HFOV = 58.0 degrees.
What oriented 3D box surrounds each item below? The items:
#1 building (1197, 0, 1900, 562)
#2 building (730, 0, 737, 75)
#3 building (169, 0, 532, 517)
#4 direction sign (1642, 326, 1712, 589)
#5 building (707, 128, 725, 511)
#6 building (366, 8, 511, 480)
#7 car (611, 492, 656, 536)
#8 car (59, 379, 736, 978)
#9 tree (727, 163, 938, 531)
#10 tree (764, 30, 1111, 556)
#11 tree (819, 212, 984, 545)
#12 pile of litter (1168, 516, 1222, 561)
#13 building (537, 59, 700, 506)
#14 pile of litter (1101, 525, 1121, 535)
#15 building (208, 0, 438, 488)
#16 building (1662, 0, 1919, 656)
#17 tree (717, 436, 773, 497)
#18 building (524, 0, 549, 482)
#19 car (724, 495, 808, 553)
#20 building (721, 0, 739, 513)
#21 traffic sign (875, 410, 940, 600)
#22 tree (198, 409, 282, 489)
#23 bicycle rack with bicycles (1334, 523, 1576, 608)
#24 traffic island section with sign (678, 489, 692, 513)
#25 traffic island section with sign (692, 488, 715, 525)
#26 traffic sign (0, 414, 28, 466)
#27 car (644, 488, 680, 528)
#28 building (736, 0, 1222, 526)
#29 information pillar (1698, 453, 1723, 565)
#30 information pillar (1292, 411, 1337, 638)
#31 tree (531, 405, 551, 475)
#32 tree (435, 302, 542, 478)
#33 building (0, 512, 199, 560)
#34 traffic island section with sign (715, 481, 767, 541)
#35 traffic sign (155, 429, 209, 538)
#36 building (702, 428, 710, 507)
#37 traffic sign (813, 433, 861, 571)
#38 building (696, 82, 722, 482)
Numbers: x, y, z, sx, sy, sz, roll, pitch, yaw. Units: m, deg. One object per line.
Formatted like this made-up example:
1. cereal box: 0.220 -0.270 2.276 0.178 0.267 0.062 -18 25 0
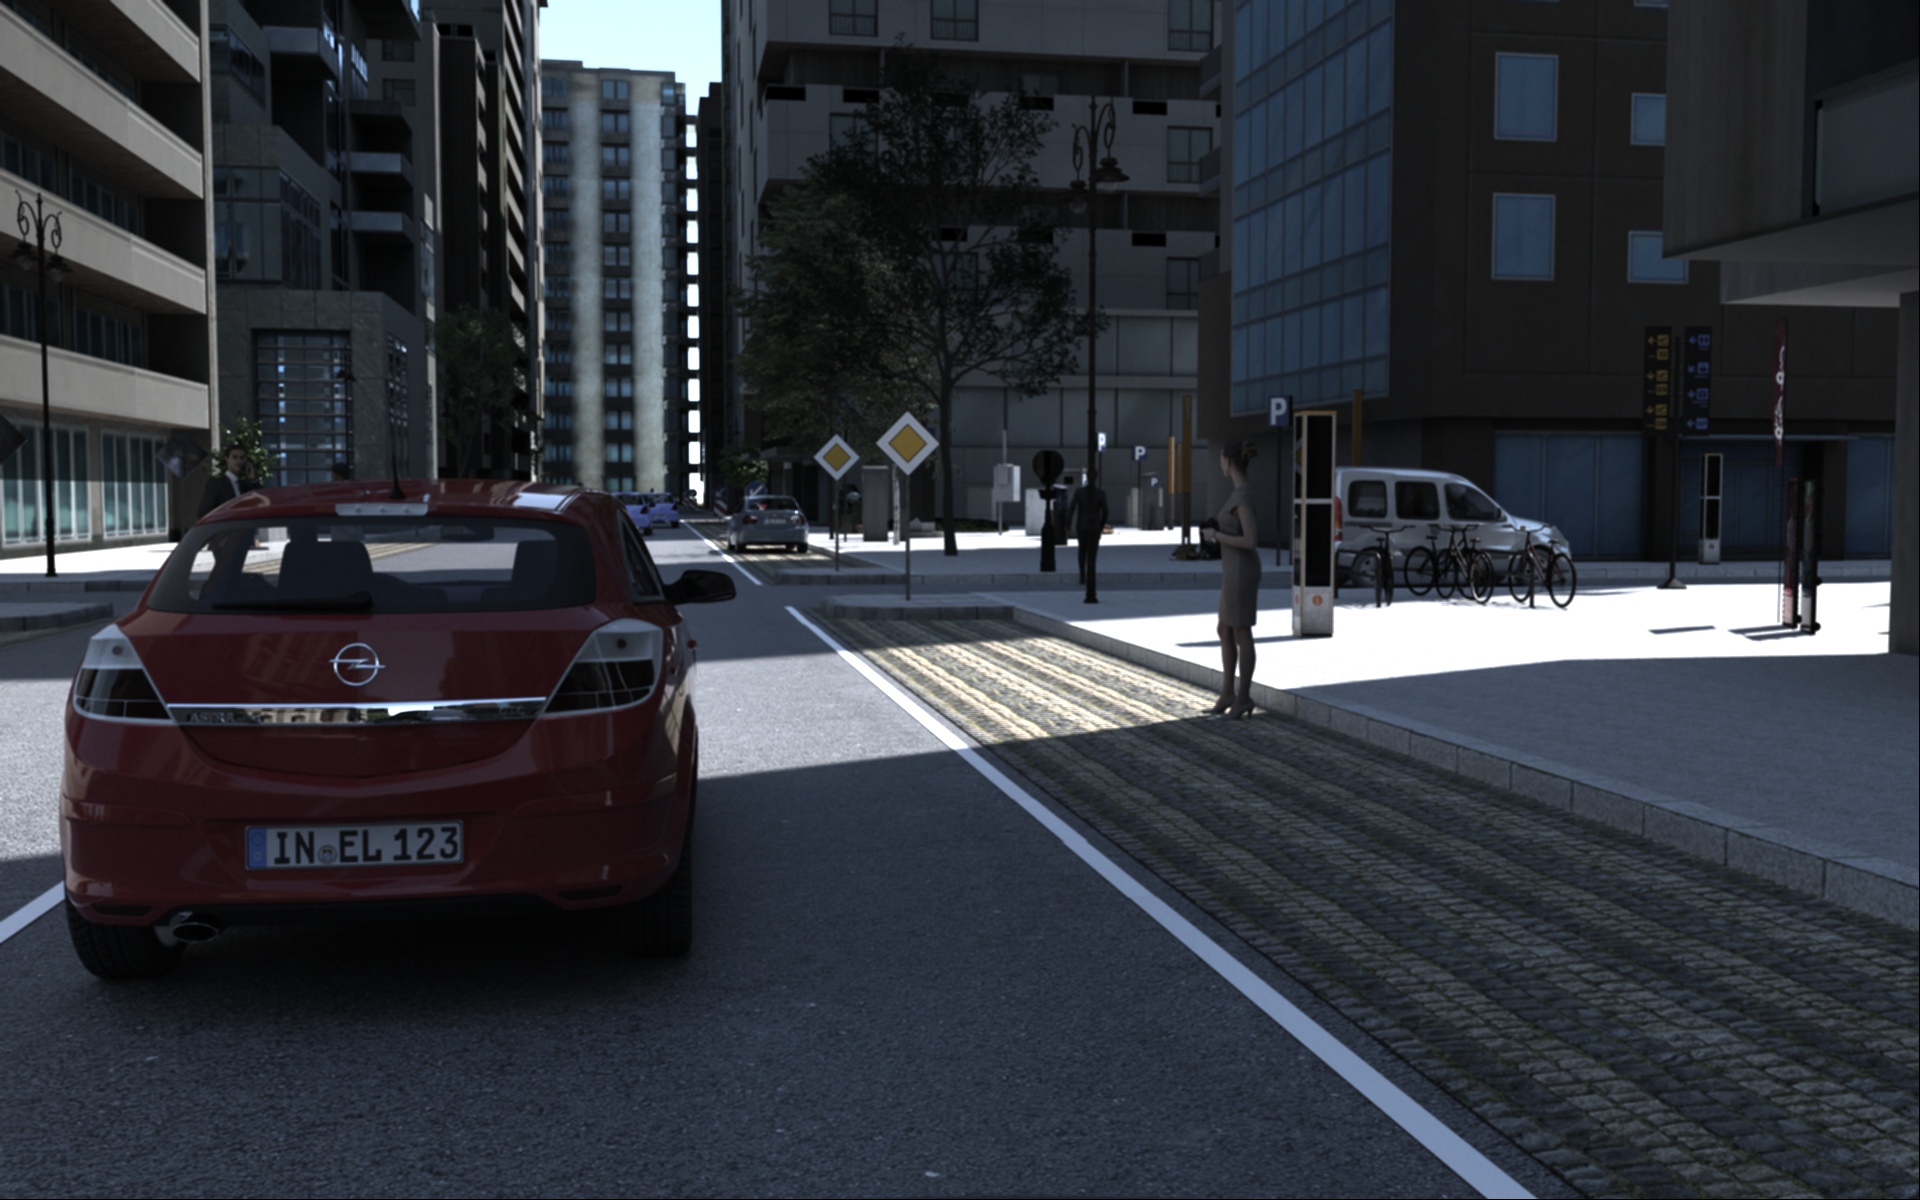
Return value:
1. building: 14.319 -23.736 38.203 14.200 45.320 14.600 -1 4 -10
2. building: -7.494 -28.234 111.744 14.600 45.320 14.200 -1 4 -10
3. building: -42.471 -30.554 123.258 21.300 48.544 21.600 -1 4 -10
4. direction sign: 9.668 -1.921 23.413 0.876 3.537 0.379 0 4 3
5. building: -13.480 -22.583 140.929 14.160 30.474 14.107 -1 4 -10
6. building: -35.627 -20.480 106.548 14.160 30.474 14.107 -1 4 -10
7. car: -11.689 -3.135 60.841 1.945 1.707 3.694 -1 4 -8
8. car: -1.939 0.142 6.716 2.155 1.783 4.494 -1 4 -9
9. tree: -4.694 -8.667 59.837 7.486 12.596 7.792 0 3 0
10. tree: -0.528 -6.200 35.781 7.601 10.594 8.767 -1 4 -12
11. tree: -1.554 -5.678 43.191 4.360 8.622 3.978 0 3 0
12. pile of litter: 4.653 -1.223 33.968 1.719 0.858 1.176 -3 5 -42
13. building: -44.796 -35.109 193.641 30.456 49.044 23.786 -1 4 -10
14. pile of litter: 4.384 -2.522 55.204 1.719 0.858 1.176 -1 4 -20
15. building: -32.087 -46.086 66.184 22.319 86.520 31.000 -1 4 -10
16. building: 11.692 -19.808 7.456 14.154 41.232 14.086 -1 4 -10
17. tree: -12.187 -7.032 98.692 4.285 4.588 4.351 0 3 0
18. building: -51.996 -34.759 157.548 27.495 52.752 28.713 -1 4 -10
19. car: -4.817 -1.904 43.139 2.014 1.417 4.499 -1 4 -11
20. building: -10.366 -27.098 126.641 14.154 41.232 14.086 -1 4 -10
21. traffic sign: -0.632 -1.051 20.831 0.795 2.450 0.064 -1 4 -10
22. tree: -16.510 -2.768 39.854 1.663 3.219 1.824 0 3 0
23. bicycle rack with bicycles: 5.679 -0.442 20.614 2.852 0.926 2.925 0 4 -2
24. traffic island section with sign: -19.999 -7.358 128.933 1.989 1.847 2.006 -1 4 -10
25. traffic island section with sign: -11.223 -4.368 80.038 1.989 1.847 2.006 -1 4 -10
26. traffic sign: -10.670 -0.943 19.057 0.795 2.450 0.064 -1 4 -10
27. car: -12.925 -3.943 74.064 1.945 1.707 3.694 -1 4 -12
28. building: 3.617 -30.095 81.295 28.713 52.752 27.495 -1 4 -10
29. information pillar: 13.631 -1.649 31.461 0.304 2.012 0.304 0 4 8
30. information pillar: 3.176 -0.676 15.548 0.304 2.012 0.304 0 4 -5
31. tree: -35.494 -11.643 140.725 4.360 8.622 3.978 0 3 0
32. tree: -26.561 -10.198 92.497 9.928 11.665 9.643 0 3 0
33. building: -28.595 -25.045 33.186 21.300 48.544 21.600 -1 4 -10
34. traffic island section with sign: -6.421 -2.732 53.302 1.989 1.847 2.006 -1 4 -10
35. traffic sign: -12.080 -1.424 26.918 0.795 2.450 0.064 -1 4 -10
36. building: -12.811 -52.003 162.918 22.319 86.520 31.000 -1 4 -10
37. traffic sign: -2.042 -1.532 28.691 0.795 2.450 0.064 -1 4 -10
38. building: -21.798 -33.179 192.582 14.200 45.320 14.600 -1 4 -10
